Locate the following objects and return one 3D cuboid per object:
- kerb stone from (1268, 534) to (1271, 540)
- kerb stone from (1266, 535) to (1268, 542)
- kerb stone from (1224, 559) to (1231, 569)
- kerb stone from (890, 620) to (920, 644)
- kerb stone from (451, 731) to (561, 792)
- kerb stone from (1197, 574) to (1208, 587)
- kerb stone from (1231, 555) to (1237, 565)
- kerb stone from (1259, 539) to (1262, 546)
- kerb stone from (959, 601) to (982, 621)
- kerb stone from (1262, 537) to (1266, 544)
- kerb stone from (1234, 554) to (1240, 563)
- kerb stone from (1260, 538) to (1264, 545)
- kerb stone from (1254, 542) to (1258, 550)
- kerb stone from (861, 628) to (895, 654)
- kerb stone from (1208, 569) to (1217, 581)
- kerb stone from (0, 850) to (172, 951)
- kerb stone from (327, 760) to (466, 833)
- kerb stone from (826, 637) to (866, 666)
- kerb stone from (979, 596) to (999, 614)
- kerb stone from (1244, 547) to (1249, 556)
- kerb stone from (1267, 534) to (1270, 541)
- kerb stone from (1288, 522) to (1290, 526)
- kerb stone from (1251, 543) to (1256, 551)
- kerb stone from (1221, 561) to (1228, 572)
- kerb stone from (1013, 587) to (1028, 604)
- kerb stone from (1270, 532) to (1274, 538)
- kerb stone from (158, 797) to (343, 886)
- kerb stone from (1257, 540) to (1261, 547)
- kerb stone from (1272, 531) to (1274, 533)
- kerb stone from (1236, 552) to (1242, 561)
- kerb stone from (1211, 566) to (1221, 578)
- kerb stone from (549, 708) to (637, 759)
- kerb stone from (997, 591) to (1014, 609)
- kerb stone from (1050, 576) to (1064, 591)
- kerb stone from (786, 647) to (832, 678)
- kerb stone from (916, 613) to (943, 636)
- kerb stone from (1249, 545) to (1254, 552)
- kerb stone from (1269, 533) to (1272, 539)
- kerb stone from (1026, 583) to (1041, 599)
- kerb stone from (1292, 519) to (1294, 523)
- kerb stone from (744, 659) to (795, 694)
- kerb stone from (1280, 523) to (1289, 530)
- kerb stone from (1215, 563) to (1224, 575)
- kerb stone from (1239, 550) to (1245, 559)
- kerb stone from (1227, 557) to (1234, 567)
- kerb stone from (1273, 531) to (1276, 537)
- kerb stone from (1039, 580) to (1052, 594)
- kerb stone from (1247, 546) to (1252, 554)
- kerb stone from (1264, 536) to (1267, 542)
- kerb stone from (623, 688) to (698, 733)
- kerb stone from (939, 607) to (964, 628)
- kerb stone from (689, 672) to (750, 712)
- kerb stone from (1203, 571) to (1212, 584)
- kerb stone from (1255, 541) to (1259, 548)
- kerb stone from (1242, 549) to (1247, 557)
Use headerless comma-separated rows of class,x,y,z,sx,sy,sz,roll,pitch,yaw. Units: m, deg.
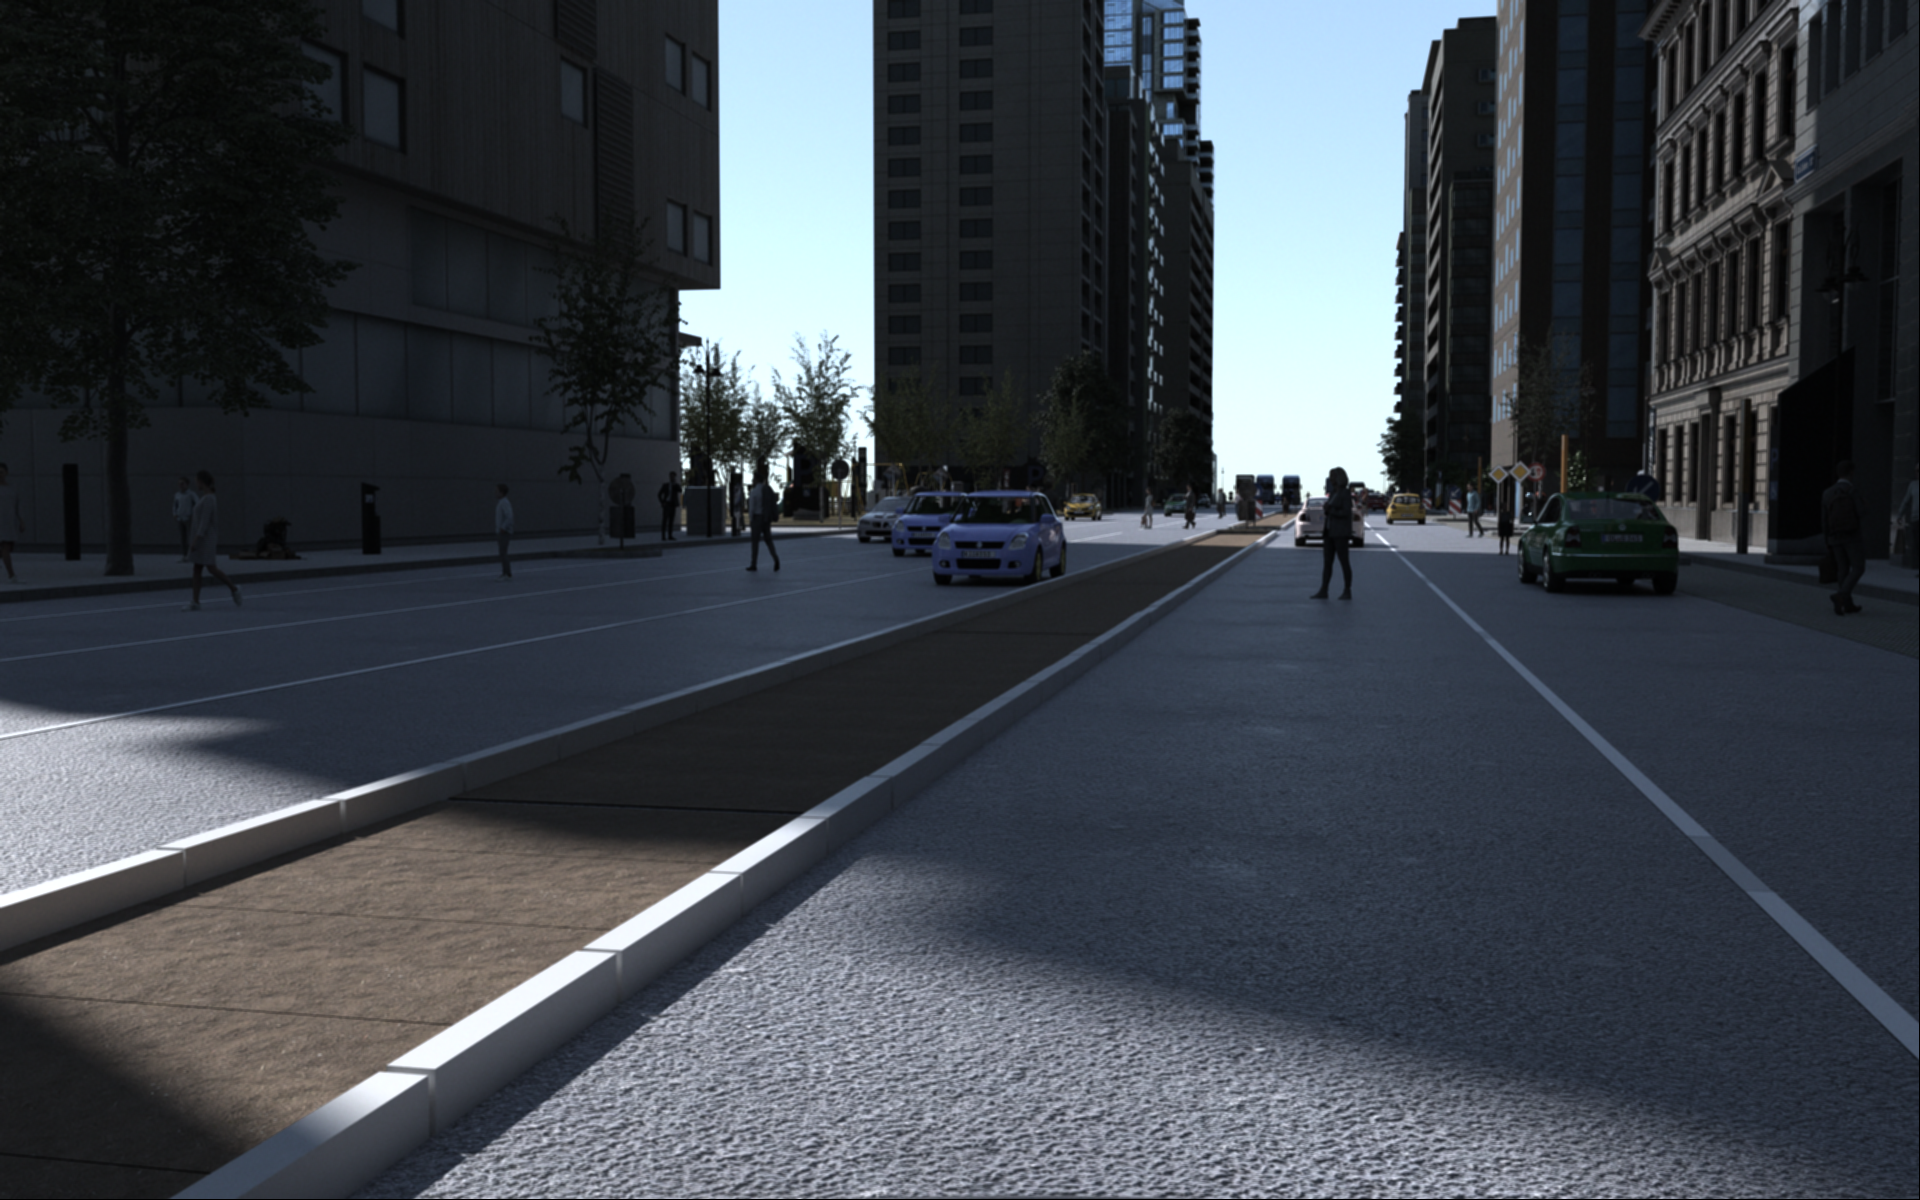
kerb stone,9.266,-1.851,52.464,0.120,0.150,1.000,1,4,12
kerb stone,8.832,-1.729,50.466,0.120,0.150,1.000,1,4,12
kerb stone,4.932,-0.622,32.417,0.120,0.150,1.000,1,4,12
kerb stone,-0.592,0.333,16.798,0.120,0.150,1.000,1,4,12
kerb stone,-2.310,0.821,8.777,0.120,0.150,1.000,1,4,12
kerb stone,3.637,-0.257,26.396,0.120,0.150,1.000,1,4,12
kerb stone,5.372,-0.748,34.422,0.120,0.150,1.000,1,4,12
kerb stone,7.963,-1.484,46.467,0.120,0.150,1.000,1,4,12
kerb stone,0.066,0.146,19.811,0.120,0.150,1.000,1,4,12
kerb stone,8.406,-1.601,48.463,0.120,0.150,1.000,1,4,12
kerb stone,5.583,-0.804,35.423,0.120,0.150,1.000,1,4,12
kerb stone,8.188,-1.545,47.464,0.120,0.150,1.000,1,4,12
kerb stone,7.319,-1.297,43.448,0.120,0.150,1.000,1,4,12
kerb stone,-0.802,0.395,15.798,0.120,0.150,1.000,1,4,12
kerb stone,4.073,-0.378,28.400,0.120,0.150,1.000,1,4,12
kerb stone,-2.964,1.009,5.772,0.120,0.150,1.000,1,4,12
kerb stone,-2.531,0.882,7.773,0.120,0.150,1.000,1,4,12
kerb stone,-1.017,0.452,14.798,0.120,0.150,1.000,1,4,12
kerb stone,0.281,0.085,20.811,0.120,0.150,1.000,1,4,12
kerb stone,6.449,-1.053,39.434,0.120,0.150,1.000,1,4,12
kerb stone,9.044,-1.790,51.466,0.120,0.150,1.000,1,4,12
kerb stone,13.910,-3.168,73.996,0.120,0.150,1.000,1,4,12
kerb stone,7.102,-1.238,42.441,0.120,0.150,1.000,1,4,12
kerb stone,4.715,-0.564,31.410,0.120,0.150,1.000,1,4,12
kerb stone,0.718,-0.038,22.816,0.120,0.150,1.000,1,4,12
kerb stone,9.702,-1.974,54.465,0.120,0.150,1.000,1,4,12
kerb stone,-2.757,0.943,6.773,0.120,0.150,1.000,1,4,12
kerb stone,7.759,-1.423,45.465,0.120,0.150,1.000,1,4,12
kerb stone,9.910,-2.035,55.466,0.120,0.150,1.000,1,4,12
kerb stone,5.796,-0.869,36.430,0.120,0.150,1.000,1,4,12
kerb stone,4.291,-0.439,29.401,0.120,0.150,1.000,1,4,12
kerb stone,-2.094,0.762,9.780,0.120,0.150,1.000,1,4,12
kerb stone,0.499,0.028,21.816,0.120,0.150,1.000,1,4,12
kerb stone,1.373,-0.221,25.825,0.120,0.150,1.000,1,4,12
kerb stone,-1.237,0.514,13.800,0.120,0.150,1.000,1,4,12
kerb stone,-0.366,0.269,17.801,0.120,0.150,1.000,1,4,12
kerb stone,6.883,-1.177,41.439,0.120,0.150,1.000,1,4,12
kerb stone,9.488,-1.913,53.465,0.120,0.150,1.000,1,4,12
kerb stone,0.931,-0.099,23.816,0.120,0.150,1.000,1,4,12
kerb stone,15.436,-3.593,81.007,0.120,0.150,1.000,1,4,12
kerb stone,-1.451,0.578,12.796,0.120,0.150,1.000,1,4,12
kerb stone,13.482,-3.037,71.980,0.120,0.150,1.000,1,4,12
kerb stone,4.502,-0.502,30.401,0.120,0.150,1.000,1,4,12
kerb stone,6.018,-0.932,37.431,0.120,0.150,1.000,1,4,12
kerb stone,5.150,-0.687,33.424,0.120,0.150,1.000,1,4,12
kerb stone,10.128,-2.096,56.472,0.120,0.150,1.000,1,4,12
kerb stone,1.142,-0.160,24.819,0.120,0.150,1.000,1,4,12
kerb stone,6.665,-1.116,40.440,0.120,0.150,1.000,1,4,12
kerb stone,8.620,-1.668,49.466,0.120,0.150,1.000,1,4,12
kerb stone,-1.882,0.697,10.792,0.120,0.150,1.000,1,4,12
kerb stone,-0.153,0.208,18.802,0.120,0.150,1.000,1,4,12
kerb stone,-1.667,0.636,11.793,0.120,0.150,1.000,1,4,12
kerb stone,3.847,-0.319,27.403,0.120,0.150,1.000,1,4,12
kerb stone,7.539,-1.362,44.460,0.120,0.150,1.000,1,4,12
kerb stone,6.231,-0.990,38.435,0.120,0.150,1.000,1,4,12
